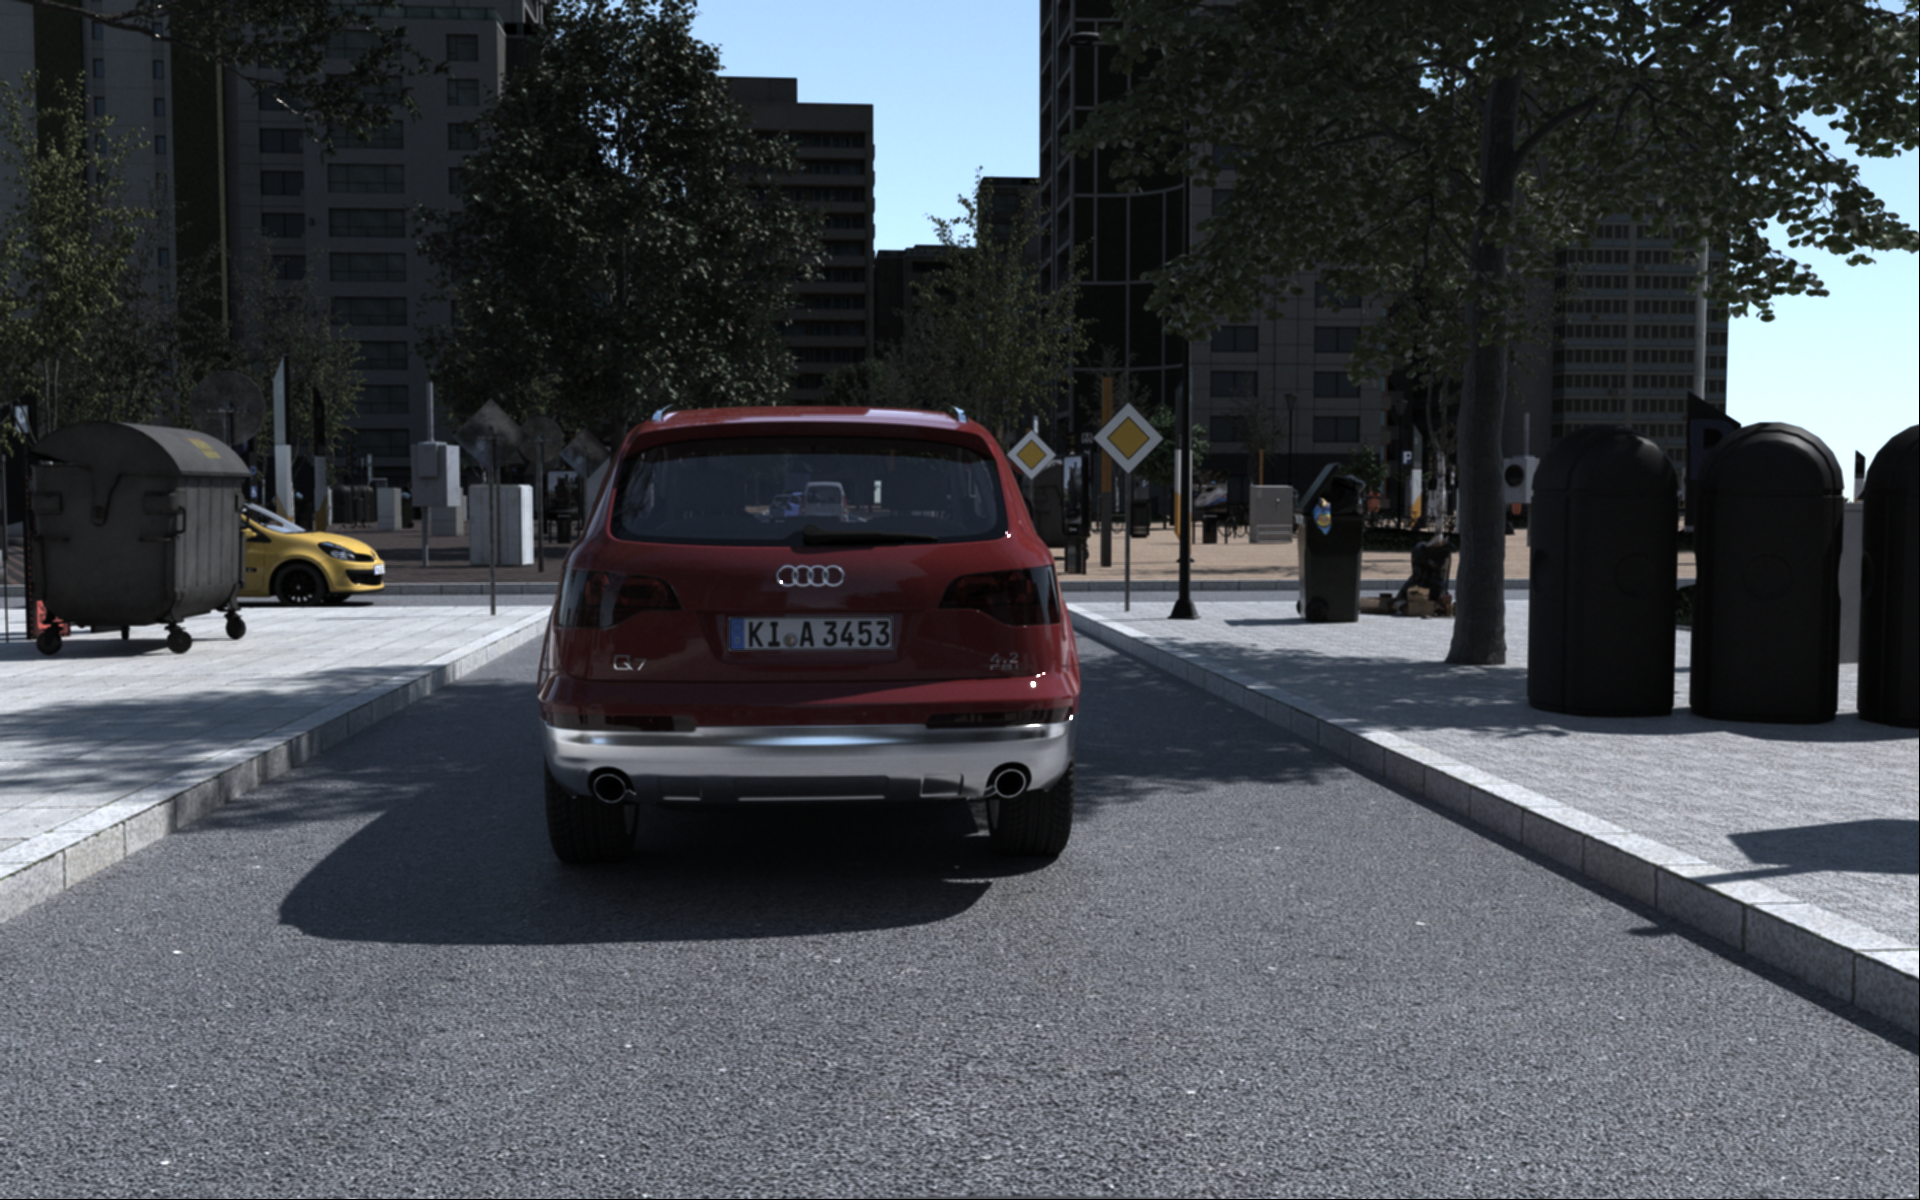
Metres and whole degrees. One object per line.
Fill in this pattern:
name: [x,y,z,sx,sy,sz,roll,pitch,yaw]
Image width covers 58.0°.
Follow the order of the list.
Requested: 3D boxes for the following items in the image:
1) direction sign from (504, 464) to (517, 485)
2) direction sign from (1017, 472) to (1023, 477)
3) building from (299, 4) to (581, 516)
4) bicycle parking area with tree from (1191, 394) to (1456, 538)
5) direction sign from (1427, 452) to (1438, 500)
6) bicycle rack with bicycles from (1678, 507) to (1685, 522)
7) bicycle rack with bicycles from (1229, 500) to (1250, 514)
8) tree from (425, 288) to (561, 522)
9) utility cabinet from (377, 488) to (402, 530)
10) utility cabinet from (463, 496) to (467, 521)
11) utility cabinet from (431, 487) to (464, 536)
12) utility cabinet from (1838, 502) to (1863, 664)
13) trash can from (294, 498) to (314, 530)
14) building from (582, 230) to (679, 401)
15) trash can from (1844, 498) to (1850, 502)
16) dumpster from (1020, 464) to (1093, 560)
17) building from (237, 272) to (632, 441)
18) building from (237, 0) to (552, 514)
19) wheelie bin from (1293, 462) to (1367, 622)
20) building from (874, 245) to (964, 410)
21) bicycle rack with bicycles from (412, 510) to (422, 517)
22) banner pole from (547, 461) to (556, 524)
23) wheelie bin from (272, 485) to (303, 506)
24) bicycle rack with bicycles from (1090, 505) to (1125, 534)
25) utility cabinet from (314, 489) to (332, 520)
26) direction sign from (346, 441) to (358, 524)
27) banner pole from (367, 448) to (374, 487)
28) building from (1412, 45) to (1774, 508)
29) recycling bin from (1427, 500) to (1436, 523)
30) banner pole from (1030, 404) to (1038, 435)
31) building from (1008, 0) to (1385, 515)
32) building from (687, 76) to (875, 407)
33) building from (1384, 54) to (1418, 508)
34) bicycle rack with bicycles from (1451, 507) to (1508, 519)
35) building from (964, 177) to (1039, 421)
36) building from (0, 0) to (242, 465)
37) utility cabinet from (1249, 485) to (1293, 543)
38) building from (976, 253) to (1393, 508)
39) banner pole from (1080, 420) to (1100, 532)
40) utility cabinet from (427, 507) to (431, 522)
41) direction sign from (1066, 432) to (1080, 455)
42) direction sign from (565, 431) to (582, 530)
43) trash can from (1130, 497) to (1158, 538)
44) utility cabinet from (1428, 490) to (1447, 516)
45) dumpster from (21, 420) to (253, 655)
direction sign: [-17.560,-4.629,67.675,0.876,3.537,0.379,3,5,44]
direction sign: [2.986,-5.455,81.189,0.379,3.537,0.876,-3,5,-40]
building: [-31.366,-20.493,106.766,14.160,30.474,14.107,0,4,-5]
bicycle parking area with tree: [11.519,-3.922,51.120,8.231,4.147,9.016,-2,4,-26]
direction sign: [25.265,-6.146,92.480,0.876,3.537,0.379,-2,4,-33]
bicycle rack with bicycles: [35.148,-4.478,86.595,2.925,0.926,2.852,0,4,-1]
bicycle rack with bicycles: [16.014,-5.109,96.909,2.852,0.926,2.925,-2,4,-24]
tree: [-16.359,-6.660,59.254,4.737,8.622,4.395,0,3,0]
utility cabinet: [-20.009,-3.187,60.781,1.173,1.500,0.318,3,5,44]
utility cabinet: [-24.090,-4.405,83.181,1.020,1.237,0.306,3,4,38]
utility cabinet: [-15.615,-2.697,52.767,1.173,1.500,0.318,2,4,35]
utility cabinet: [6.387,-0.117,13.078,1.020,1.237,0.306,-2,4,-24]
trash can: [-21.509,-2.753,56.658,0.748,1.137,0.748,0,3,0]
building: [-44.340,-31.619,208.857,23.993,40.220,32.217,0,4,-5]
trash can: [29.677,-2.873,58.625,0.748,1.137,0.748,0,3,0]
dumpster: [1.931,-1.757,34.480,1.264,1.857,1.865,0,4,-5]
building: [-43.173,-18.672,150.321,28.899,21.520,27.650,0,4,-5]
building: [-37.409,-41.842,122.373,20.563,71.187,20.611,0,4,-5]
wheelie bin: [3.763,-0.591,17.578,0.693,1.594,0.980,0,4,3]
building: [-3.011,-26.421,203.679,14.107,30.474,14.160,0,4,-5]
bicycle rack with bicycles: [-31.284,-5.135,97.337,2.852,0.926,2.925,-1,4,-18]
banner pole: [-17.593,-5.122,73.754,0.401,3.779,0.863,2,4,28]
wheelie bin: [-22.995,-3.143,59.301,0.980,1.594,0.693,-2,4,-31]
bicycle rack with bicycles: [4.206,-2.646,56.652,2.852,0.926,2.925,3,4,38]
utility cabinet: [-30.511,-4.561,83.254,0.318,1.500,1.173,1,4,18]
direction sign: [-26.092,-5.038,74.374,0.876,3.537,0.379,3,5,43]
banner pole: [-32.091,-6.388,94.455,0.863,3.779,0.401,3,5,42]
building: [53.090,-28.401,156.242,23.993,40.220,32.217,0,4,-5]
recycling bin: [20.595,-3.903,76.368,0.722,1.027,0.722,-2,4,-24]
banner pole: [2.077,-3.572,48.427,0.401,3.779,0.863,1,4,19]
building: [14.525,-41.262,112.886,20.563,71.187,20.611,0,4,-5]
building: [-21.164,-35.582,205.470,21.600,48.544,21.300,0,4,-5]
building: [29.960,-32.717,158.626,21.600,48.544,21.300,0,4,-5]
bicycle rack with bicycles: [23.725,-4.028,79.245,2.852,0.926,2.925,0,4,-1]
building: [8.352,-23.792,160.692,14.160,30.474,14.107,0,4,-5]
building: [-72.918,-37.156,149.497,28.212,58.520,21.231,0,4,-5]
utility cabinet: [8.035,-2.203,44.690,1.173,1.500,0.318,-2,4,-28]
building: [16.513,-18.028,139.803,27.650,21.520,28.899,0,4,-5]
banner pole: [4.481,-4.217,58.965,0.863,3.779,0.401,1,4,14]
utility cabinet: [-24.079,-4.182,79.537,0.306,1.237,1.020,3,5,45]
direction sign: [4.311,-4.359,63.268,0.876,3.537,0.379,1,4,12]
direction sign: [-13.634,-4.274,61.876,0.876,3.537,0.379,0,4,-7]
trash can: [5.274,-2.406,50.991,0.748,1.137,0.748,0,3,0]
utility cabinet: [27.691,-5.628,100.697,1.173,1.500,0.318,0,4,1]
dumpster: [-6.845,-0.535,14.514,1.264,1.857,1.865,0,4,-5]
